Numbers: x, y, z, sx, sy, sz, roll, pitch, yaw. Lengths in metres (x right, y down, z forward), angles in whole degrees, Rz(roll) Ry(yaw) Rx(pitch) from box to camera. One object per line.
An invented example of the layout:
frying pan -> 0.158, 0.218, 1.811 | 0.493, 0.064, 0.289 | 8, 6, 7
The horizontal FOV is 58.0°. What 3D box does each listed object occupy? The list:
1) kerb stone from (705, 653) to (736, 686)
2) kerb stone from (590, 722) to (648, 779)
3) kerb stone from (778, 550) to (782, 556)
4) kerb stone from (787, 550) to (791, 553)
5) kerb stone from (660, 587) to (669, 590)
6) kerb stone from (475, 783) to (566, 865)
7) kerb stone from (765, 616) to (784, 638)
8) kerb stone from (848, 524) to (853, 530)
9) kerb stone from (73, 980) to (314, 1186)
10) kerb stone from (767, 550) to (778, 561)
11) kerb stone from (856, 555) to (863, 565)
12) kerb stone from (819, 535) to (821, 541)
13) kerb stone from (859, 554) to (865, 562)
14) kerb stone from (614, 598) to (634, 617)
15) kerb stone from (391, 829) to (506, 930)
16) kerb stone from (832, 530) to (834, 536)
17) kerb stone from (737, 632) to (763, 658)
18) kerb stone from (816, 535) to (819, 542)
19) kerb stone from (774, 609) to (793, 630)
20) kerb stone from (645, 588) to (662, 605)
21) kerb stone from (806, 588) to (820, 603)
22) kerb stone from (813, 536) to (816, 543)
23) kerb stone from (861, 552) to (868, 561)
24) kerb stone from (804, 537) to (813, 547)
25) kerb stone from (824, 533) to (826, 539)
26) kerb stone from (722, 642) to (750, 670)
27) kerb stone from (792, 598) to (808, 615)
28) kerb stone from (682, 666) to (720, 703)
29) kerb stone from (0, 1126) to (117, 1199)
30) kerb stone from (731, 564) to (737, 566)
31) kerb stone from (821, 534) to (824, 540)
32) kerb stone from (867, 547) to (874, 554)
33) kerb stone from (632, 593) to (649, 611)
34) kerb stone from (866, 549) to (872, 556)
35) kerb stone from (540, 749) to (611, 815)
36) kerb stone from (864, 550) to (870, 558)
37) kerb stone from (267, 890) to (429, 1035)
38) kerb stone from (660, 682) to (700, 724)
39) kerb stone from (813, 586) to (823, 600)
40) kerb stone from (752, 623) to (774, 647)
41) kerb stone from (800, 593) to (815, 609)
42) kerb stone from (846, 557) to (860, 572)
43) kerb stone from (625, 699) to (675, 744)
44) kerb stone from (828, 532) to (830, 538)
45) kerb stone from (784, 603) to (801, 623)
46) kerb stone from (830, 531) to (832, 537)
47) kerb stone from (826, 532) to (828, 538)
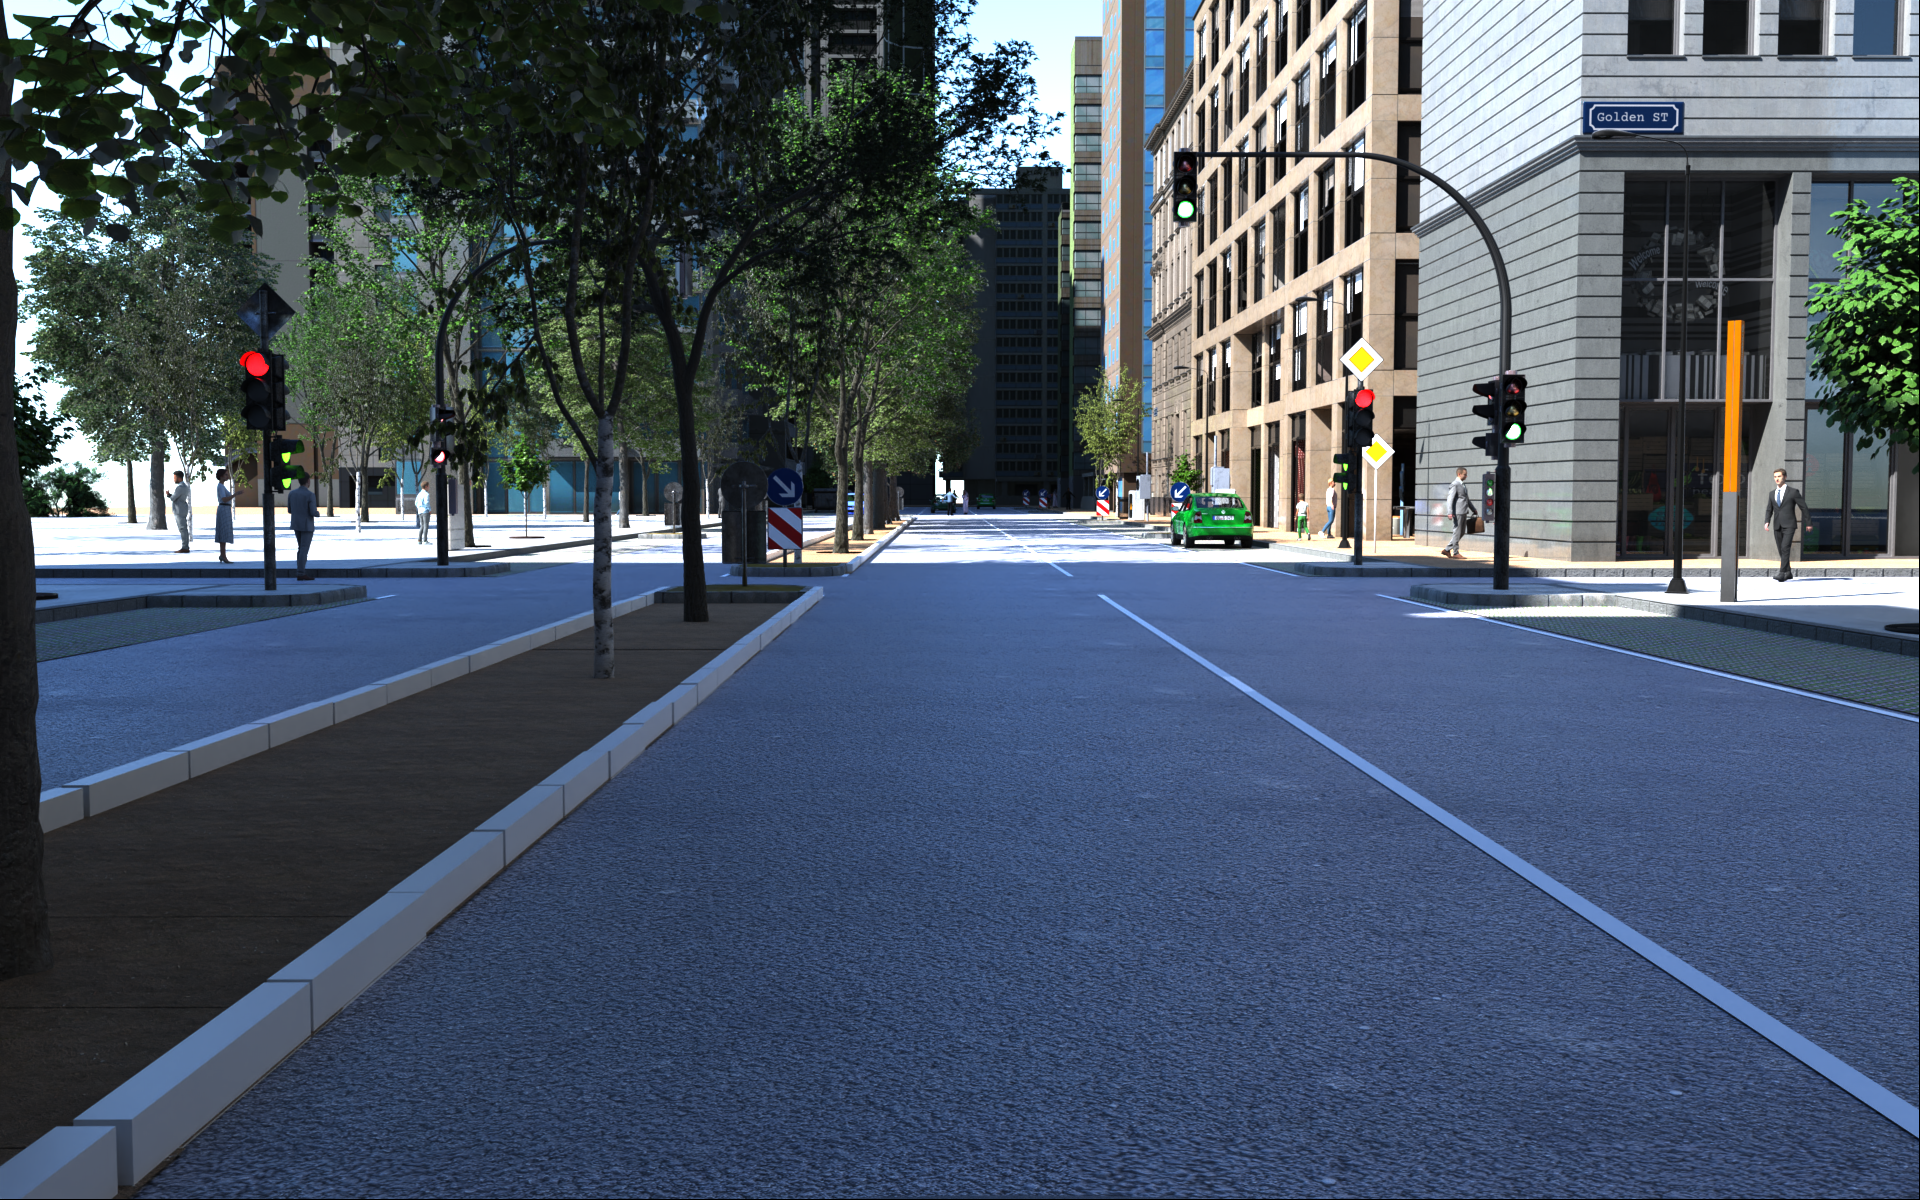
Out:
kerb stone -> -1.853, 0.546, 13.274 | 0.120, 0.150, 1.000 | 0, 4, -1
kerb stone -> -1.814, 0.800, 9.175 | 0.120, 0.150, 1.000 | 0, 4, -1
kerb stone -> -4.212, -1.054, 39.436 | 0.120, 0.150, 1.000 | 0, 4, -1
kerb stone -> -4.221, -1.181, 41.498 | 0.120, 0.150, 1.000 | 0, 4, -1
kerb stone -> -4.055, -0.081, 23.516 | 0.120, 0.150, 1.000 | 0, 4, -1
kerb stone -> -1.803, 0.922, 7.123 | 0.120, 0.150, 1.000 | 0, 4, -1
kerb stone -> -1.896, 0.297, 17.371 | 0.120, 0.150, 1.000 | 0, 4, -1
kerb stone -> -4.514, -3.062, 72.260 | 0.120, 0.150, 1.000 | 0, 4, -1
kerb stone -> -1.764, 1.110, 4.058 | 0.120, 0.150, 1.000 | 0, 4, -1
kerb stone -> -4.197, -0.985, 38.412 | 0.120, 0.150, 1.000 | 0, 4, -1
kerb stone -> -2.065, -0.740, 34.332 | 0.120, 0.150, 1.000 | 0, 4, -1
kerb stone -> -4.323, -1.808, 51.750 | 0.120, 0.150, 1.000 | 0, 4, -1
kerb stone -> -2.066, -0.805, 35.361 | 0.120, 0.150, 1.000 | 0, 4, -1
kerb stone -> -4.027, 0.108, 20.433 | 0.120, 0.150, 1.000 | 0, 4, -1
kerb stone -> -1.796, 0.988, 6.101 | 0.120, 0.150, 1.000 | 0, 4, -1
kerb stone -> -4.375, -2.183, 57.895 | 0.120, 0.150, 1.000 | 0, 4, -1
kerb stone -> -1.882, 0.421, 15.322 | 0.120, 0.150, 1.000 | 0, 4, -1
kerb stone -> -4.315, -1.745, 50.728 | 0.120, 0.150, 1.000 | 0, 4, -1
kerb stone -> -1.905, 0.232, 18.396 | 0.120, 0.150, 1.000 | 0, 4, -1
kerb stone -> -4.037, -0.018, 22.482 | 0.120, 0.150, 1.000 | 0, 4, -1
kerb stone -> -1.948, -0.018, 22.516 | 0.120, 0.150, 1.000 | 0, 4, -1
kerb stone -> -4.305, -1.683, 49.706 | 0.120, 0.150, 1.000 | 0, 4, -1
kerb stone -> -2.072, -0.868, 36.383 | 0.120, 0.150, 1.000 | 0, 4, -1
kerb stone -> -4.295, -1.620, 48.679 | 0.120, 0.150, 1.000 | 0, 4, -1
kerb stone -> -4.339, -1.933, 53.800 | 0.120, 0.150, 1.000 | 0, 4, -1
kerb stone -> -1.869, 0.485, 14.296 | 0.120, 0.150, 1.000 | 0, 4, -1
kerb stone -> -1.925, 0.107, 20.451 | 0.120, 0.150, 1.000 | 0, 4, -1
kerb stone -> -1.843, 0.608, 12.250 | 0.120, 0.150, 1.000 | 0, 4, -1
kerb stone -> -1.768, 1.173, 3.019 | 0.120, 0.150, 1.000 | 0, 4, -1
kerb stone -> -4.137, -0.612, 32.262 | 0.120, 0.150, 1.000 | 0, 4, -1
kerb stone -> -4.324, -1.870, 52.778 | 0.120, 0.150, 1.000 | 0, 4, -1
kerb stone -> -2.104, -1.056, 39.479 | 0.120, 0.150, 1.000 | 0, 4, -1
kerb stone -> -4.036, 0.053, 21.458 | 0.120, 0.150, 1.000 | 0, 4, -1
kerb stone -> -2.095, -0.991, 38.450 | 0.120, 0.150, 1.000 | 0, 4, -1
kerb stone -> -1.810, 0.859, 8.145 | 0.120, 0.150, 1.000 | 0, 4, -1
kerb stone -> -2.084, -0.928, 37.417 | 0.120, 0.150, 1.000 | 0, 4, -1
kerb stone -> -1.776, 1.047, 5.079 | 0.120, 0.150, 1.000 | 0, 4, -1
kerb stone -> -1.834, 0.678, 11.219 | 0.120, 0.150, 1.000 | 0, 4, -1
kerb stone -> -1.955, -0.082, 23.539 | 0.120, 0.150, 1.000 | 0, 4, -1
kerb stone -> -1.886, 0.358, 16.349 | 0.120, 0.150, 1.000 | 0, 4, -1
kerb stone -> -1.933, 0.047, 21.486 | 0.120, 0.150, 1.000 | 0, 4, -1
kerb stone -> -2.047, -0.677, 33.303 | 0.120, 0.150, 1.000 | 0, 4, -1
kerb stone -> -1.833, 0.734, 10.197 | 0.120, 0.150, 1.000 | 0, 4, -1
kerb stone -> -4.360, -2.058, 55.850 | 0.120, 0.150, 1.000 | 0, 4, -1
kerb stone -> -1.911, 0.170, 19.418 | 0.120, 0.150, 1.000 | 0, 4, -1
kerb stone -> -4.368, -2.119, 56.873 | 0.120, 0.150, 1.000 | 0, 4, -1
kerb stone -> -4.351, -1.996, 54.828 | 0.120, 0.150, 1.000 | 0, 4, -1
